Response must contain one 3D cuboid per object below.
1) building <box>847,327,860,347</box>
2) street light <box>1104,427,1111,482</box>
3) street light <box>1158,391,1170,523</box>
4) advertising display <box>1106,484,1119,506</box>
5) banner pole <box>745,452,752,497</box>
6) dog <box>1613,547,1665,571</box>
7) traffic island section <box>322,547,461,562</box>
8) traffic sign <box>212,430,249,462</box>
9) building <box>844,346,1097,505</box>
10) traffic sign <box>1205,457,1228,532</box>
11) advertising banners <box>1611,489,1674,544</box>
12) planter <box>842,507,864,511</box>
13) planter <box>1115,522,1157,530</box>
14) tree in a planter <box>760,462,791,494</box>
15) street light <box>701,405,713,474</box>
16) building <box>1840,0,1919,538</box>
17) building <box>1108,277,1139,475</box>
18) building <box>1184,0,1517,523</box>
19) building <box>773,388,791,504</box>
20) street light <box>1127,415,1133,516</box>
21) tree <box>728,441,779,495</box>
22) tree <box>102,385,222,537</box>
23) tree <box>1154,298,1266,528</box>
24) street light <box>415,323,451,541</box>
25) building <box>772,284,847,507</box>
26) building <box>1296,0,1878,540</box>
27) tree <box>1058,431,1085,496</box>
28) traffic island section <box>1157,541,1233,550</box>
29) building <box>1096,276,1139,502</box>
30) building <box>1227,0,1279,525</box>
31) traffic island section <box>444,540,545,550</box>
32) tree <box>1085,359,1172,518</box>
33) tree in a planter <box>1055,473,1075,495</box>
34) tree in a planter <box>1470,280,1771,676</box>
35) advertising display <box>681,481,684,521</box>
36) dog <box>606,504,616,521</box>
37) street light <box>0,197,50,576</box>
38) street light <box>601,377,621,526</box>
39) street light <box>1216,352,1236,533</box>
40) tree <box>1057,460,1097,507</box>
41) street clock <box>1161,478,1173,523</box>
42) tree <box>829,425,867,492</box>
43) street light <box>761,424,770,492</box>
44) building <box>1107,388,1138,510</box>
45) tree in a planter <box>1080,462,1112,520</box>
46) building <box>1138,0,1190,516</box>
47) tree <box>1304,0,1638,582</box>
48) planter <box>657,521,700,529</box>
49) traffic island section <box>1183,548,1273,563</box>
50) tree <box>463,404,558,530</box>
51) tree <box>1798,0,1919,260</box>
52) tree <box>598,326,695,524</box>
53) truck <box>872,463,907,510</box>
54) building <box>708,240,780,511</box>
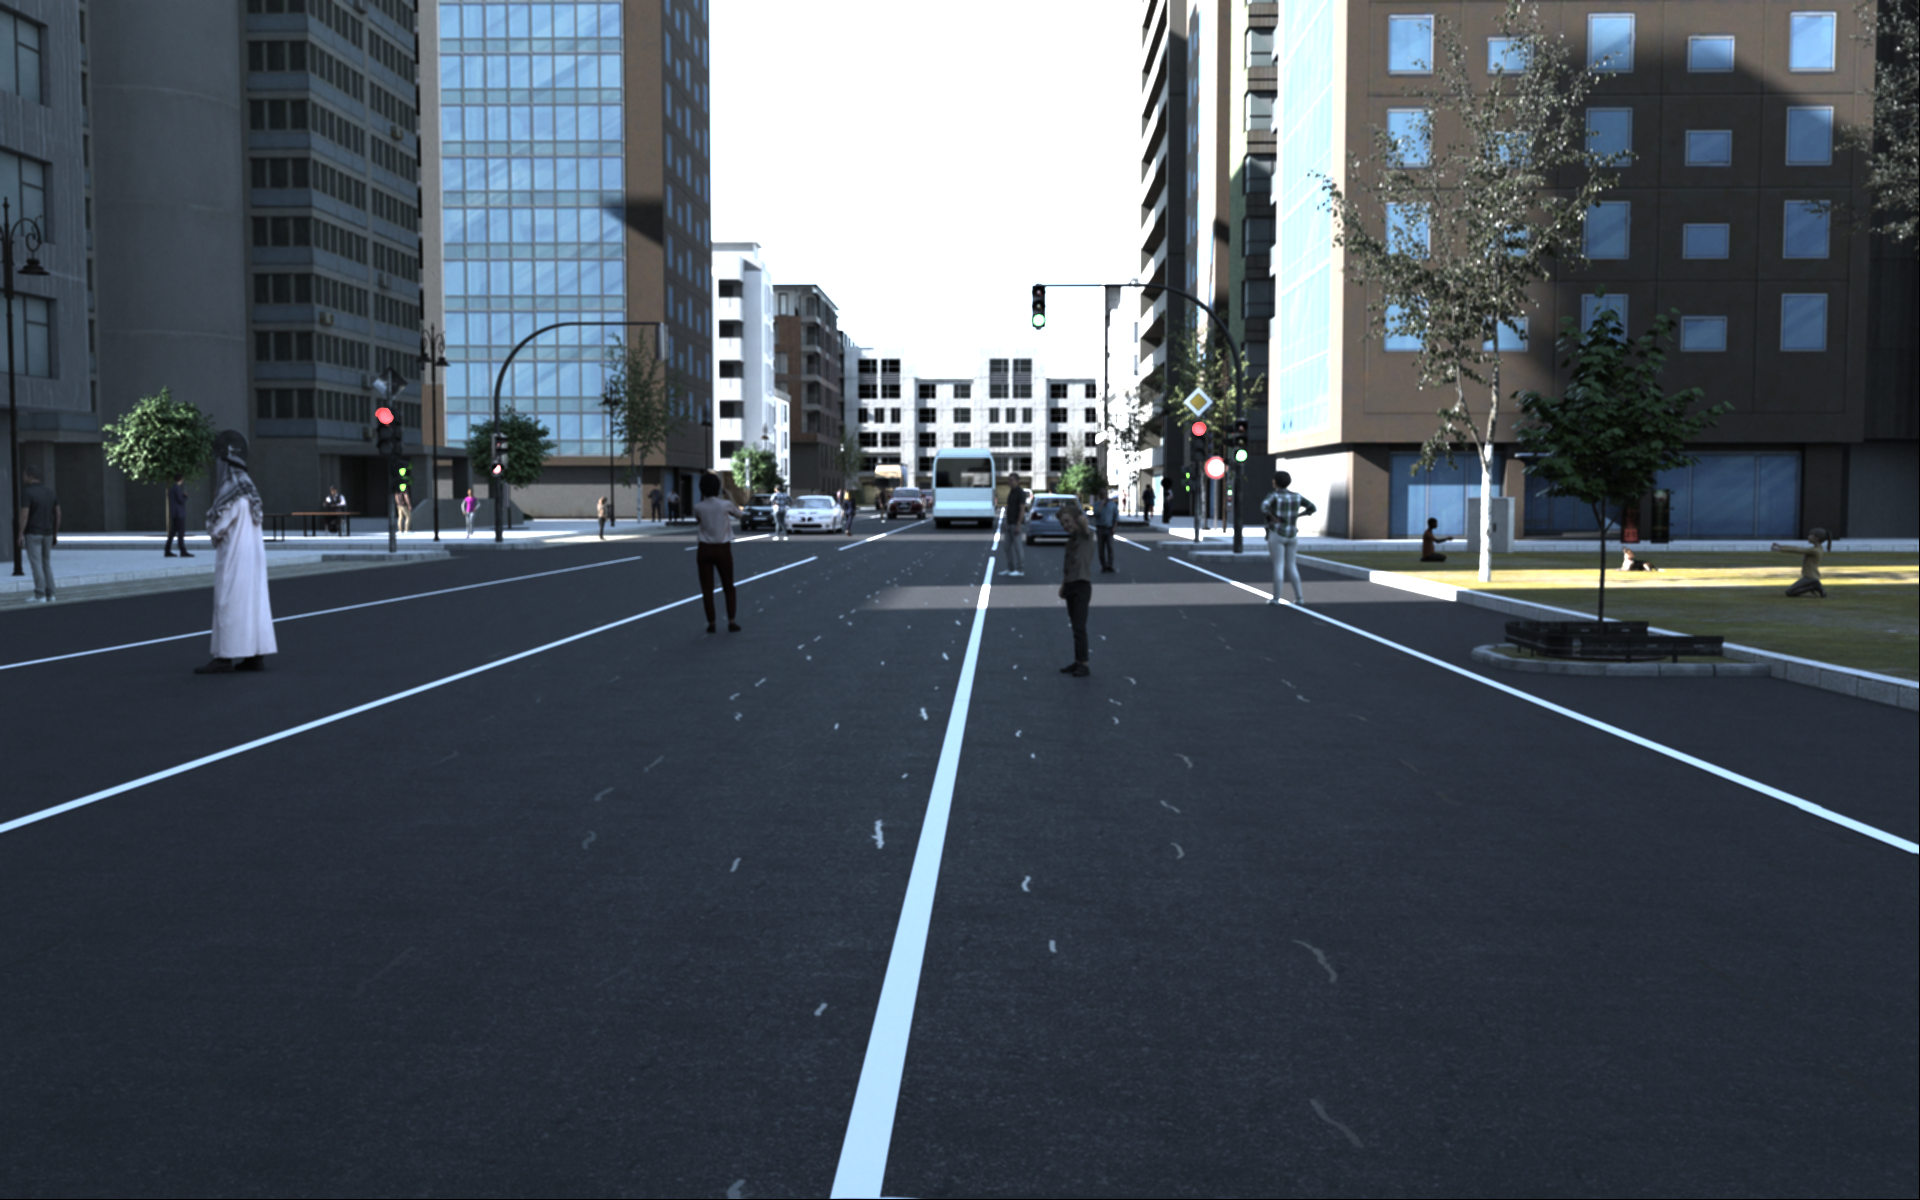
[{"bbox_3d":[-29.846,-23.057,220.949,32.646,21.610,27.936,0,4,2],"label":"building"},{"bbox_3d":[10.217,-9.015,120.175,0.468,5.910,1.993,0,4,2],"label":"street light"},{"bbox_3d":[9.160,-6.415,77.669,0.468,5.910,1.993,0,4,2],"label":"street light"},{"bbox_3d":[9.896,-6.605,113.203,0.974,1.923,0.123,0,4,2],"label":"advertising display"},{"bbox_3d":[-12.662,-6.974,104.038,0.401,3.779,0.863,-3,5,-41],"label":"banner pole"},{"bbox_3d":[11.281,-0.673,28.747,0.748,0.427,0.550,3,4,38],"label":"dog"},{"bbox_3d":[-12.491,-0.967,38.088,2.009,0.180,2.903,0,4,2],"label":"traffic island section"},{"bbox_3d":[-14.445,-2.091,34.295,0.768,2.556,0.104,0,4,6],"label":"traffic sign"},{"bbox_3d":[2.087,-21.355,215.610,31.486,18.905,16.747,0,4,2],"label":"building"},{"bbox_3d":[8.687,-3.591,58.812,0.768,2.556,0.104,0,4,7],"label":"traffic sign"},{"bbox_3d":[17.431,-2.978,44.877,2.074,3.025,0.090,0,4,3],"label":"advertising banners"},{"bbox_3d":[-9.227,-7.756,147.942,1.991,0.319,1.994,0,4,2],"label":"planter"},{"bbox_3d":[6.912,-3.002,70.222,1.991,0.319,1.994,0,4,2],"label":"planter"},{"bbox_3d":[-10.564,-6.172,98.126,1.991,3.239,1.994,0,4,2],"label":"tree in a planter"},{"bbox_3d":[-13.115,-7.153,89.742,0.468,5.910,1.993,0,4,2],"label":"street light"},{"bbox_3d":[31.910,-17.177,52.554,14.107,30.474,14.160,0,4,2],"label":"building"},{"bbox_3d":[21.542,-18.344,156.344,16.016,20.091,11.380,0,4,2],"label":"building"},{"bbox_3d":[19.503,-26.941,90.594,14.600,45.320,14.200,0,4,2],"label":"building"},{"bbox_3d":[-18.942,-12.573,147.721,9.099,9.664,28.070,0,4,2],"label":"building"},{"bbox_3d":[9.690,-7.722,99.037,0.468,5.910,1.993,0,4,2],"label":"street light"},{"bbox_3d":[-12.876,-7.605,108.047,4.285,4.588,4.351,0,3,0],"label":"tree"},{"bbox_3d":[-23.673,-4.168,51.868,4.285,4.588,4.351,0,3,0],"label":"tree"},{"bbox_3d":[9.133,-6.980,64.483,4.737,8.622,4.395,0,3,0],"label":"tree"},{"bbox_3d":[-14.251,-4.538,46.977,0.468,5.910,1.993,0,4,2],"label":"street light"},{"bbox_3d":[-29.789,-20.716,182.680,32.646,21.610,27.936,0,4,2],"label":"building"},{"bbox_3d":[17.780,-24.653,53.187,14.200,45.320,14.600,0,4,2],"label":"building"},{"bbox_3d":[13.201,-15.127,197.685,4.360,8.622,3.978,0,3,0],"label":"tree"},{"bbox_3d":[6.256,-1.425,45.572,2.009,0.180,2.903,0,4,2],"label":"traffic island section"},{"bbox_3d":[27.866,-20.436,178.109,27.936,21.610,32.646,0,4,2],"label":"building"},{"bbox_3d":[18.826,-24.038,76.616,14.154,41.232,14.086,0,4,2],"label":"building"},{"bbox_3d":[-12.278,-1.455,46.070,2.009,0.180,2.903,0,4,2],"label":"traffic island section"},{"bbox_3d":[9.323,-8.749,93.410,4.360,8.622,3.978,0,3,0],"label":"tree"},{"bbox_3d":[8.971,-9.177,147.261,1.991,3.239,1.994,0,4,2],"label":"tree in a planter"},{"bbox_3d":[5.420,-1.060,14.550,1.991,3.239,1.994,0,4,2],"label":"tree in a planter"},{"bbox_3d":[-13.415,-4.805,83.780,0.123,1.923,0.974,0,4,-8],"label":"advertising display"},{"bbox_3d":[-16.394,-4.128,81.867,0.800,0.831,0.513,-2,4,-26],"label":"dog"},{"bbox_3d":[-14.837,-3.322,27.107,0.468,5.910,1.993,0,4,2],"label":"street light"},{"bbox_3d":[-13.764,-5.852,68.460,0.468,5.910,1.993,0,4,2],"label":"street light"},{"bbox_3d":[8.637,-5.113,56.388,0.468,5.910,1.993,0,4,2],"label":"street light"},{"bbox_3d":[11.690,-11.197,166.781,4.285,4.588,4.351,0,3,0],"label":"tree"},{"bbox_3d":[9.034,-4.353,75.748,0.471,2.002,0.358,2,4,33],"label":"street clock"},{"bbox_3d":[-11.429,-13.951,178.456,4.737,8.622,4.395,0,3,0],"label":"tree"},{"bbox_3d":[-12.548,-8.498,111.724,0.468,5.910,1.993,0,4,2],"label":"street light"},{"bbox_3d":[17.013,-11.923,137.089,9.099,9.664,28.070,0,4,2],"label":"building"},{"bbox_3d":[7.632,-6.107,97.067,1.991,3.239,1.994,0,4,2],"label":"tree in a planter"},{"bbox_3d":[22.728,-29.638,108.283,21.300,48.544,21.600,0,4,2],"label":"building"},{"bbox_3d":[7.521,-4.585,25.334,4.360,8.622,3.978,0,3,0],"label":"tree"},{"bbox_3d":[-11.282,-3.067,71.281,1.991,0.319,1.994,0,4,2],"label":"planter"},{"bbox_3d":[6.043,-0.936,37.590,2.009,0.180,2.903,0,4,2],"label":"traffic island section"},{"bbox_3d":[-16.384,-4.862,63.202,4.285,4.588,4.351,0,3,0],"label":"tree"},{"bbox_3d":[19.066,-7.176,27.693,12.009,13.543,11.850,0,3,0],"label":"tree"},{"bbox_3d":[-13.868,-7.648,75.405,4.737,8.622,4.395,0,3,0],"label":"tree"},{"bbox_3d":[-6.330,-10.391,158.808,2.839,4.237,11.283,0,4,1],"label":"truck"},{"bbox_3d":[-21.747,-16.566,127.268,16.016,20.091,11.380,0,4,2],"label":"building"}]
